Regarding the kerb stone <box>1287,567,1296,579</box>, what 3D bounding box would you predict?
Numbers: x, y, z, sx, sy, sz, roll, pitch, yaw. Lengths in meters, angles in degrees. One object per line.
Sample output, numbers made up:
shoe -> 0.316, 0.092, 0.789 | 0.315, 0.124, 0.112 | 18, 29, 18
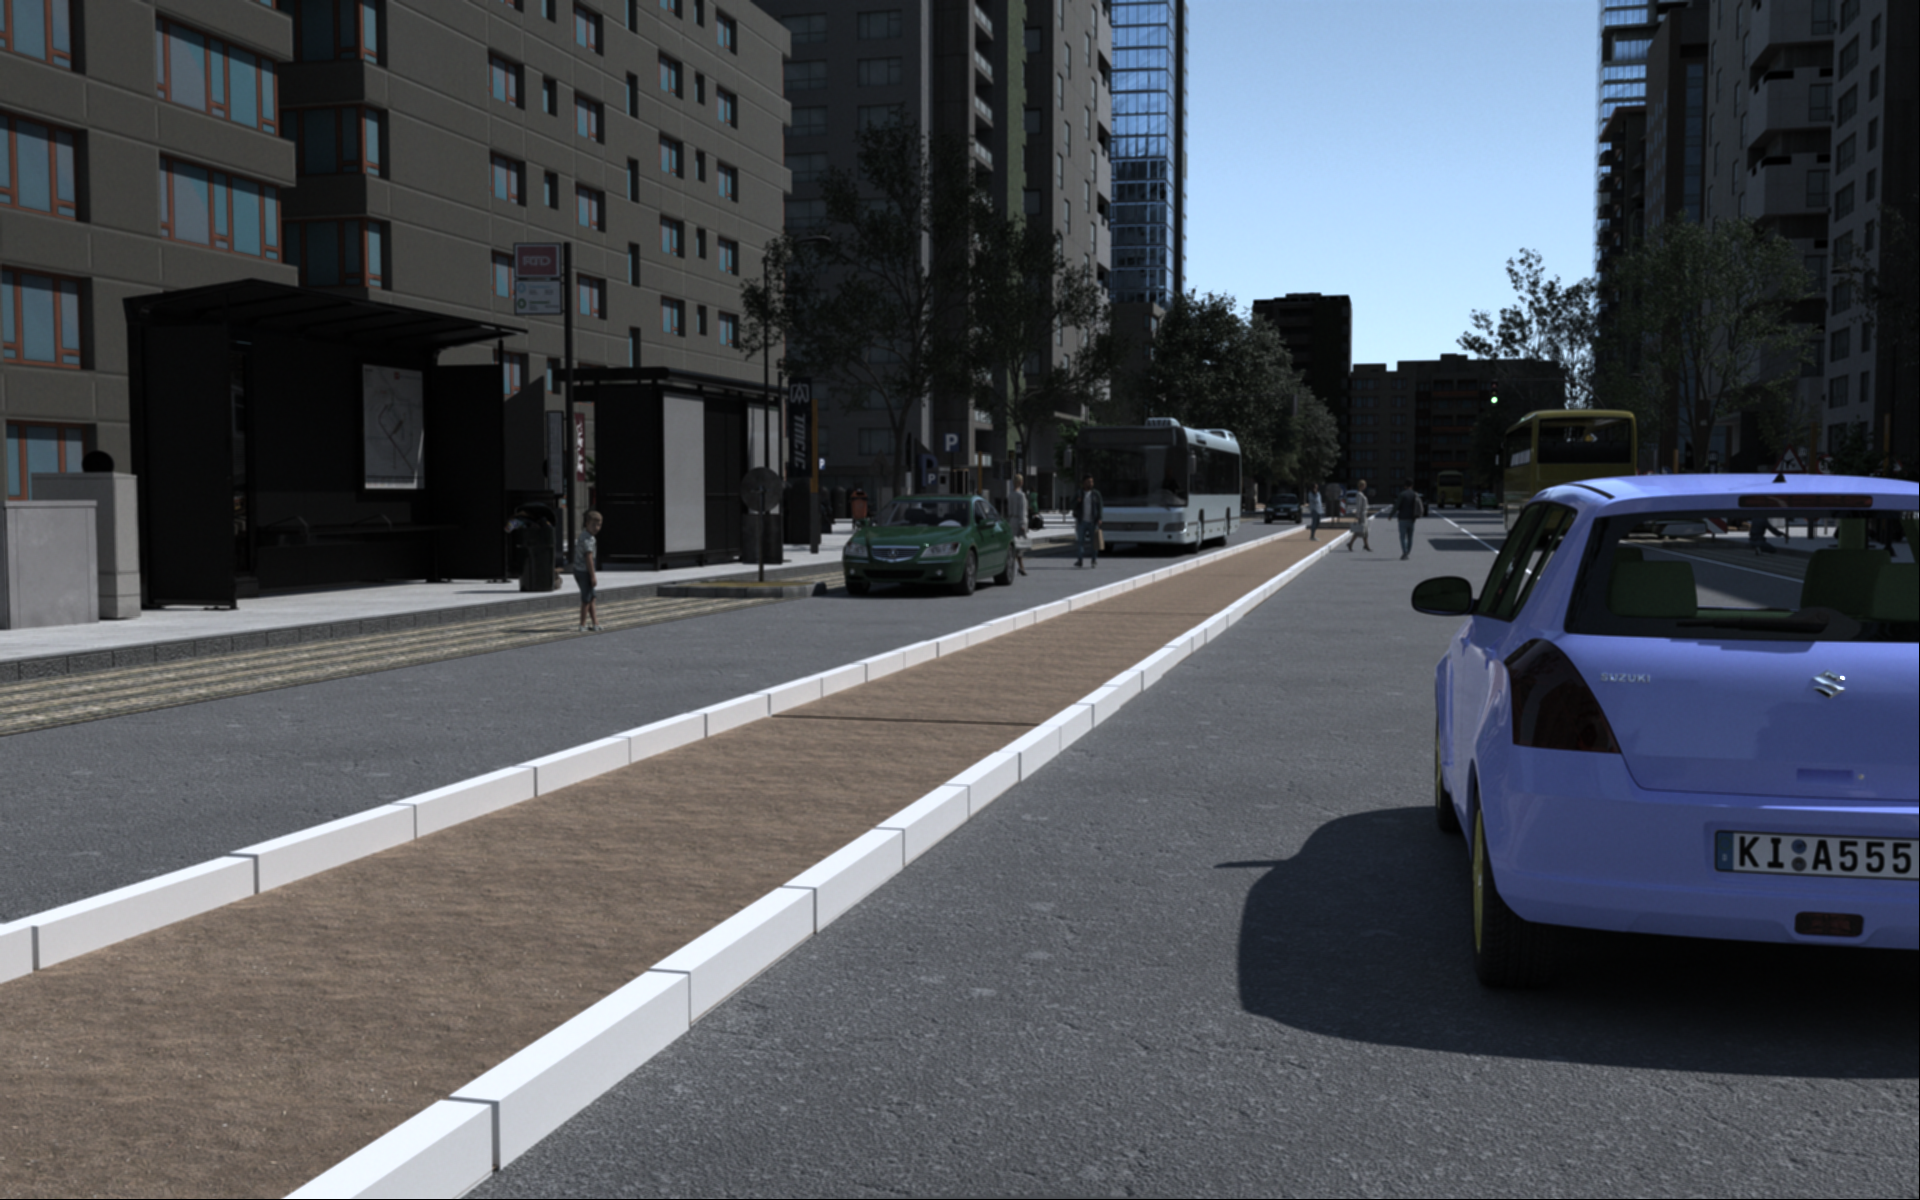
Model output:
kerb stone -> 5.489, -0.407, 28.964 | 0.120, 0.150, 1.000 | 1, 4, 14

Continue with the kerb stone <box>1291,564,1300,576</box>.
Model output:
kerb stone -> 5.745, -0.475, 29.962 | 0.120, 0.150, 1.000 | 1, 4, 14

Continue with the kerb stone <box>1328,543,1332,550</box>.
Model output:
kerb stone -> 9.075, -1.266, 42.892 | 0.120, 0.150, 1.000 | 1, 4, 14

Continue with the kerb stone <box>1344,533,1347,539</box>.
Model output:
kerb stone -> 11.635, -1.872, 52.803 | 0.120, 0.150, 1.000 | 1, 4, 14

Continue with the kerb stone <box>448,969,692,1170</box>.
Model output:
kerb stone -> -0.907, 1.103, 4.162 | 0.120, 0.150, 1.000 | 1, 4, 14

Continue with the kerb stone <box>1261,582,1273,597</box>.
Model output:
kerb stone -> 4.210, -0.110, 24.009 | 0.120, 0.150, 1.000 | 1, 4, 14

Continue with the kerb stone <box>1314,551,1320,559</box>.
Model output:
kerb stone -> 7.536, -0.892, 36.917 | 0.120, 0.150, 1.000 | 1, 4, 14

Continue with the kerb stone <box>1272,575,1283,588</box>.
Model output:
kerb stone -> 4.719, -0.232, 25.995 | 0.120, 0.150, 1.000 | 1, 4, 14

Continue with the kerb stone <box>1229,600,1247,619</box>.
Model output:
kerb stone -> 3.186, 0.132, 20.032 | 0.120, 0.150, 1.000 | 1, 4, 14

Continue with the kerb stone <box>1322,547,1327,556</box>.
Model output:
kerb stone -> 8.317, -1.083, 39.901 | 0.120, 0.150, 1.000 | 1, 4, 14

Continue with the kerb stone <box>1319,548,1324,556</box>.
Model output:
kerb stone -> 8.045, -1.017, 38.913 | 0.120, 0.150, 1.000 | 1, 4, 14

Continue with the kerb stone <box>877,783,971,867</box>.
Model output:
kerb stone -> -0.146, 0.921, 7.141 | 0.120, 0.150, 1.000 | 1, 4, 14

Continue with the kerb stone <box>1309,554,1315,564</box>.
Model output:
kerb stone -> 7.029, -0.778, 34.937 | 0.120, 0.150, 1.000 | 1, 4, 14

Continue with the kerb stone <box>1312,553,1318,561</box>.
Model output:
kerb stone -> 7.284, -0.839, 35.926 | 0.120, 0.150, 1.000 | 1, 4, 14

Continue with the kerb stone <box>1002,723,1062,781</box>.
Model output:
kerb stone -> 0.370, 0.802, 9.119 | 0.120, 0.150, 1.000 | 1, 4, 14

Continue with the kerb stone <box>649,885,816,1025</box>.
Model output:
kerb stone -> -0.659, 1.042, 5.155 | 0.120, 0.150, 1.000 | 1, 4, 14

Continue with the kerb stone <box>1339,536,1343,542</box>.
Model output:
kerb stone -> 10.862, -1.688, 49.836 | 0.120, 0.150, 1.000 | 1, 4, 14

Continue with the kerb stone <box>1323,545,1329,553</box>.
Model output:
kerb stone -> 8.568, -1.144, 40.900 | 0.120, 0.150, 1.000 | 1, 4, 14

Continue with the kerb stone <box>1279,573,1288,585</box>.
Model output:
kerb stone -> 4.978, -0.291, 26.984 | 0.120, 0.150, 1.000 | 1, 4, 14

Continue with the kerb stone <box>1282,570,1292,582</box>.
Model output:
kerb stone -> 5.232, -0.353, 27.974 | 0.120, 0.150, 1.000 | 1, 4, 14

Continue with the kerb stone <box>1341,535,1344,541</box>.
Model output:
kerb stone -> 11.127, -1.749, 50.823 | 0.120, 0.150, 1.000 | 1, 4, 14

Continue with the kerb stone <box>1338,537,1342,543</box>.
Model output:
kerb stone -> 10.614, -1.628, 48.844 | 0.120, 0.150, 1.000 | 1, 4, 14

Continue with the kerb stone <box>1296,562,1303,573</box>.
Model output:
kerb stone -> 5.999, -0.536, 30.962 | 0.120, 0.150, 1.000 | 1, 4, 14

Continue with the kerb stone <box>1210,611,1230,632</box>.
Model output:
kerb stone -> 2.673, 0.253, 18.052 | 0.120, 0.150, 1.000 | 1, 4, 14

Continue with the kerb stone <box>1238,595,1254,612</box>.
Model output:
kerb stone -> 3.438, 0.071, 21.029 | 0.120, 0.150, 1.000 | 1, 4, 14

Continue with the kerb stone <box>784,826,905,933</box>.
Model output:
kerb stone -> -0.401, 0.982, 6.144 | 0.120, 0.150, 1.000 | 1, 4, 14

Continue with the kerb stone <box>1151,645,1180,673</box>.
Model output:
kerb stone -> 1.644, 0.501, 14.078 | 0.120, 0.150, 1.000 | 1, 4, 14

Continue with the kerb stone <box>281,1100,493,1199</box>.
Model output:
kerb stone -> -1.167, 1.163, 3.174 | 0.120, 0.150, 1.000 | 1, 4, 14

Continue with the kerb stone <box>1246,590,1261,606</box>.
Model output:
kerb stone -> 3.695, 0.010, 22.030 | 0.120, 0.150, 1.000 | 1, 4, 14

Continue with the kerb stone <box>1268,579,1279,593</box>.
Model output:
kerb stone -> 4.467, -0.171, 24.998 | 0.120, 0.150, 1.000 | 1, 4, 14

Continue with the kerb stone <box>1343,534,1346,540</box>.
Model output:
kerb stone -> 11.389, -1.811, 51.811 | 0.120, 0.150, 1.000 | 1, 4, 14

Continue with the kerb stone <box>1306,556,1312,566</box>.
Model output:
kerb stone -> 6.770, -0.717, 33.945 | 0.120, 0.150, 1.000 | 1, 4, 14

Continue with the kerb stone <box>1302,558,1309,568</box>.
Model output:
kerb stone -> 6.508, -0.658, 32.948 | 0.120, 0.150, 1.000 | 1, 4, 14

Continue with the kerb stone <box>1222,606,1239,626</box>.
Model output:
kerb stone -> 2.934, 0.196, 19.041 | 0.120, 0.150, 1.000 | 1, 4, 14

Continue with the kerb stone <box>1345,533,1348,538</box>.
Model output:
kerb stone -> 11.889, -1.931, 53.803 | 0.120, 0.150, 1.000 | 1, 4, 14

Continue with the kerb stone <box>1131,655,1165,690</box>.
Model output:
kerb stone -> 1.398, 0.557, 13.086 | 0.120, 0.150, 1.000 | 1, 4, 14

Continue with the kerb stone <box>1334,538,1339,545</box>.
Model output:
kerb stone -> 10.100, -1.509, 46.860 | 0.120, 0.150, 1.000 | 1, 4, 14

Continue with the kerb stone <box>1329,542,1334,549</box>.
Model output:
kerb stone -> 9.332, -1.321, 43.883 | 0.120, 0.150, 1.000 | 1, 4, 14

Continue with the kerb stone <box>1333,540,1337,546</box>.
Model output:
kerb stone -> 9.845, -1.447, 45.871 | 0.120, 0.150, 1.000 | 1, 4, 14

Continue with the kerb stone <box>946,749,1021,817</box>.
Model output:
kerb stone -> 0.108, 0.860, 8.131 | 0.120, 0.150, 1.000 | 1, 4, 14

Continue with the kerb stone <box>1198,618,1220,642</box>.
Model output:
kerb stone -> 2.421, 0.314, 17.059 | 0.120, 0.150, 1.000 | 1, 4, 14

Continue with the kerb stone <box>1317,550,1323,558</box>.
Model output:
kerb stone -> 7.798, -0.957, 37.921 | 0.120, 0.150, 1.000 | 1, 4, 14

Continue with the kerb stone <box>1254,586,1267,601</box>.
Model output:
kerb stone -> 3.950, -0.050, 23.020 | 0.120, 0.150, 1.000 | 1, 4, 14

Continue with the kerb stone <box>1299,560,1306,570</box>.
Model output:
kerb stone -> 6.256, -0.597, 31.955 | 0.120, 0.150, 1.000 | 1, 4, 14

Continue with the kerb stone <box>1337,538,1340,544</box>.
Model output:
kerb stone -> 10.353, -1.567, 47.856 | 0.120, 0.150, 1.000 | 1, 4, 14

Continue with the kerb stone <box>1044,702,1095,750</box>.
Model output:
kerb stone -> 0.624, 0.743, 10.114 | 0.120, 0.150, 1.000 | 1, 4, 14

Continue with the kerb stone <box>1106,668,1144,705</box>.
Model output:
kerb stone -> 1.135, 0.618, 12.098 | 0.120, 0.150, 1.000 | 1, 4, 14

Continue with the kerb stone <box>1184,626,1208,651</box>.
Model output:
kerb stone -> 2.159, 0.375, 16.071 | 0.120, 0.150, 1.000 | 1, 4, 14

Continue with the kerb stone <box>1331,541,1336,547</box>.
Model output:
kerb stone -> 9.592, -1.384, 44.872 | 0.120, 0.150, 1.000 | 1, 4, 14

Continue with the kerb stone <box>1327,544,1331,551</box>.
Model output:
kerb stone -> 8.832, -1.197, 41.890 | 0.120, 0.150, 1.000 | 1, 4, 14

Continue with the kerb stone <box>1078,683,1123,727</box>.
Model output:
kerb stone -> 0.887, 0.681, 11.107 | 0.120, 0.150, 1.000 | 1, 4, 14

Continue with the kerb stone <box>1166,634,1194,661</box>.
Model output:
kerb stone -> 1.898, 0.435, 15.083 | 0.120, 0.150, 1.000 | 1, 4, 14
